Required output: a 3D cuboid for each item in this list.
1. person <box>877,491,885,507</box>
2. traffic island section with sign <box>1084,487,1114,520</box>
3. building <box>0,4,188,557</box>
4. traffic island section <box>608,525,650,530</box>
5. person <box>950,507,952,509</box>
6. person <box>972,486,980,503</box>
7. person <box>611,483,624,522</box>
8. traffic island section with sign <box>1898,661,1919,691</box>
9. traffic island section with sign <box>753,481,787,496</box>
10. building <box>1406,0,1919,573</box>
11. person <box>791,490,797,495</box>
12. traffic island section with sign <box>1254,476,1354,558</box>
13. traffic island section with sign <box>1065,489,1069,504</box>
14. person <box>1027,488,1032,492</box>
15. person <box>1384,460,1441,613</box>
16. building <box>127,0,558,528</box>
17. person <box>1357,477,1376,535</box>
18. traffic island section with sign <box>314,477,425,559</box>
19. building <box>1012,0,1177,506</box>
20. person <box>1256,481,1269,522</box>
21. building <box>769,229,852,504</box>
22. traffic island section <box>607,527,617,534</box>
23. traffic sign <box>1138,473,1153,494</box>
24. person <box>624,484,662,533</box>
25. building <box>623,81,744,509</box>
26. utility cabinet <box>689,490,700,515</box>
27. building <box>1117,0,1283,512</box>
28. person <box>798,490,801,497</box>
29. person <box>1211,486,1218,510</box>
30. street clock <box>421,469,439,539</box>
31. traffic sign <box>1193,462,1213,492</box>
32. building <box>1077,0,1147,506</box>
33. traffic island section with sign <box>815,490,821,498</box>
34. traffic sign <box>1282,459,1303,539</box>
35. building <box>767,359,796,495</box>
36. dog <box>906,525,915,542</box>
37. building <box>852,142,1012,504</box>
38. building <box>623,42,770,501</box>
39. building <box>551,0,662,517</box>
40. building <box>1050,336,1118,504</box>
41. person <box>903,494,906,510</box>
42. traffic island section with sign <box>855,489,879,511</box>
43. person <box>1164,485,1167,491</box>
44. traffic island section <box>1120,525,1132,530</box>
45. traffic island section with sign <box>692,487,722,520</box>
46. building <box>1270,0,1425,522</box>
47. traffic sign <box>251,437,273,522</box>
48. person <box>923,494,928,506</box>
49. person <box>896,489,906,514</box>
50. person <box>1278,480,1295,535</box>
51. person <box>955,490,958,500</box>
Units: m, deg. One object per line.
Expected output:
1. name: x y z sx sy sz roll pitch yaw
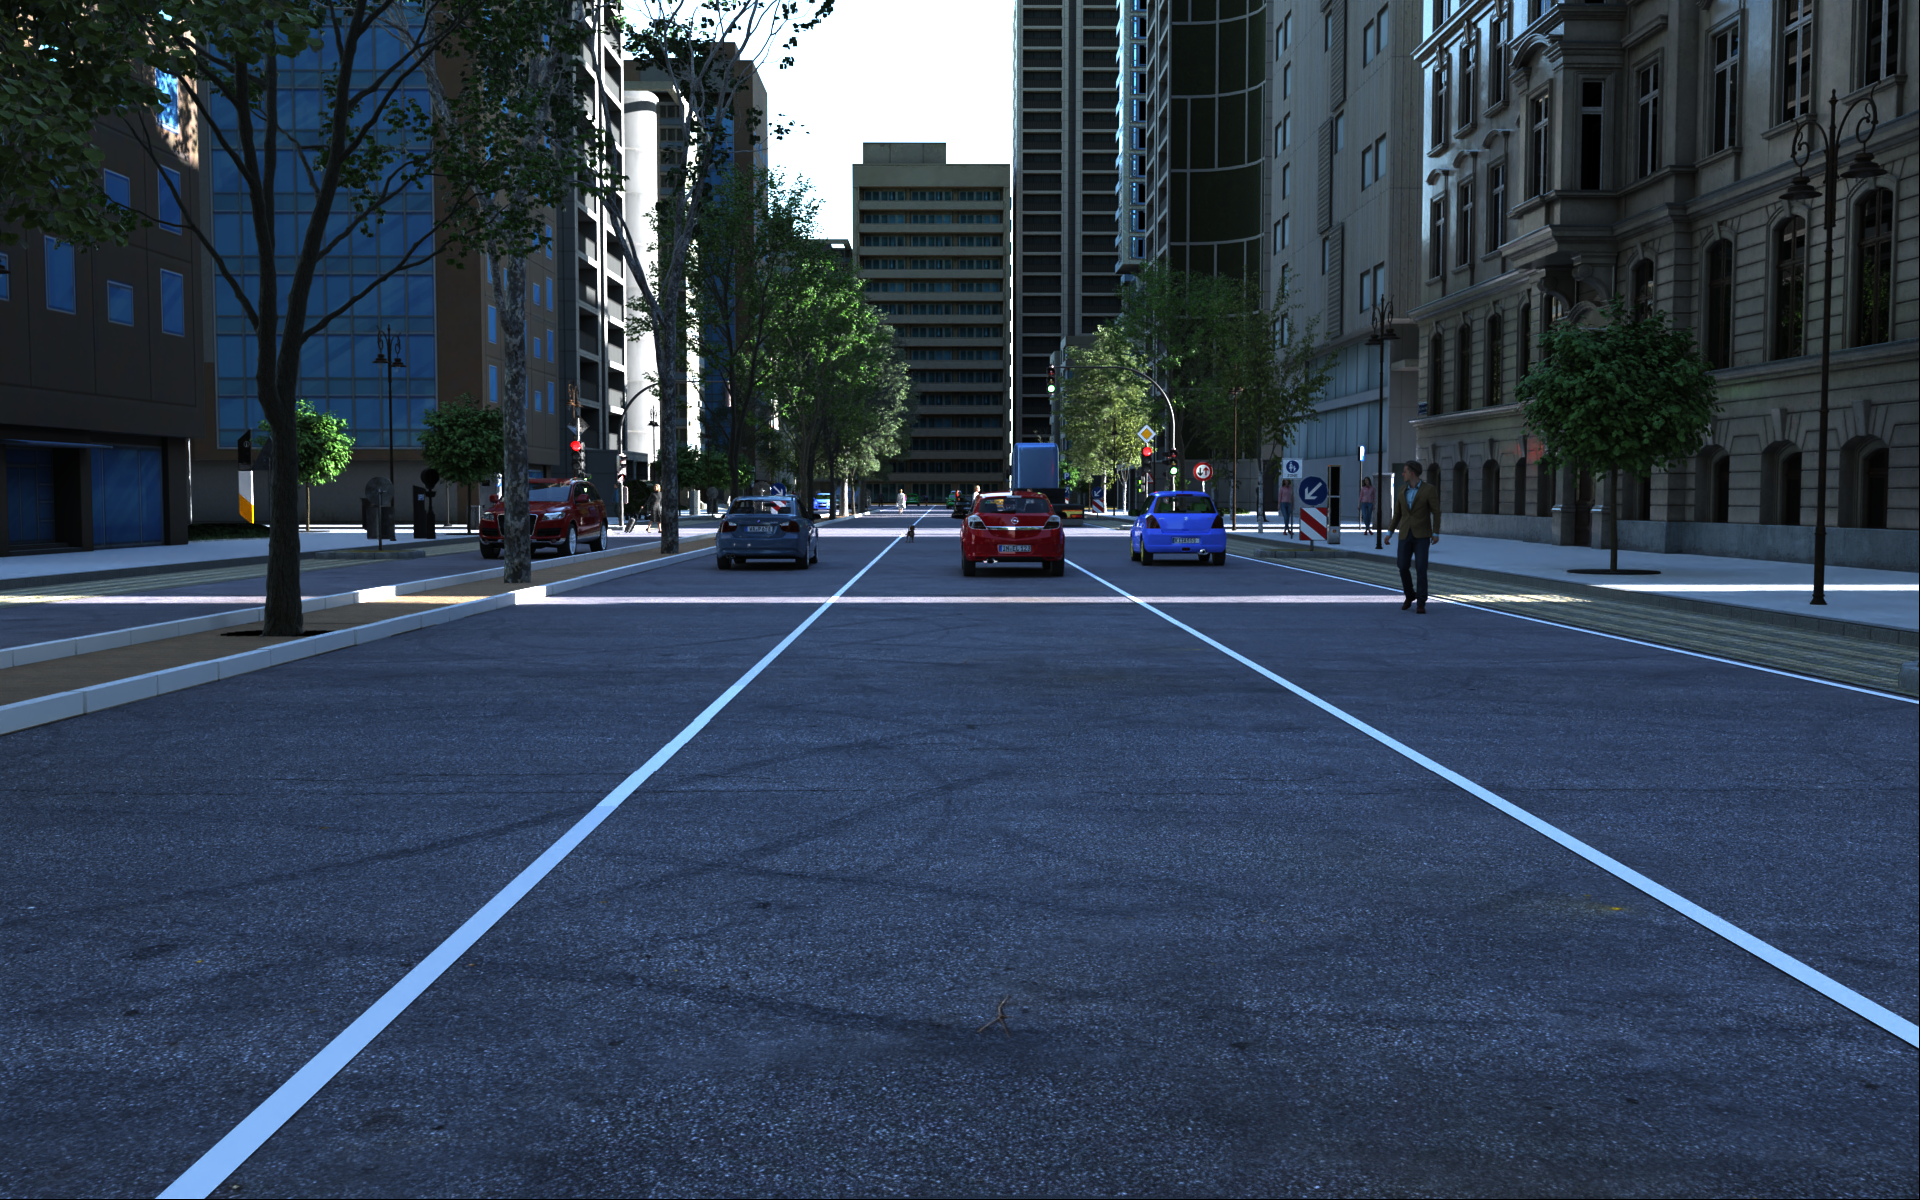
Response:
1. person: -8.843 -11.322 194.172 0.990 1.755 0.434 -2 4 -31
2. traffic island section with sign: 7.338 -5.244 94.371 1.989 1.847 2.006 0 4 0
3. building: -26.168 -23.603 36.015 14.600 45.320 14.200 0 4 0
4. traffic island section: -13.630 -2.896 69.624 2.009 0.180 2.903 0 4 0
5. person: -0.789 -9.722 170.681 0.697 1.427 0.421 0 4 7
6. person: 0.683 -3.817 71.255 0.624 1.780 0.694 3 5 40
7. person: -15.488 -4.408 78.460 0.444 1.785 0.601 -3 5 -45
8. traffic island section with sign: 7.936 -0.227 12.337 1.989 1.847 2.006 0 4 0
9. traffic island section with sign: -7.203 -3.743 69.327 2.006 1.907 1.989 0 4 0
10. building: 20.642 -13.578 41.080 14.460 24.649 34.723 0 4 0
11. person: -18.367 -11.313 191.730 1.217 1.743 0.721 2 4 30
12. traffic island section with sign: 7.740 -1.875 39.292 1.989 1.847 2.006 0 4 0
13. traffic island section with sign: 7.139 -6.893 121.325 1.989 1.847 2.006 0 4 0
14. person: 2.944 -3.894 73.163 0.522 1.701 0.512 -2 4 -35
15. person: 5.508 -0.775 21.087 0.656 1.842 0.836 1 4 11
16. building: -26.778 -26.166 77.921 14.600 45.320 14.200 0 4 0
17. person: 12.665 -2.930 53.952 0.555 1.821 0.388 0 4 7
18. traffic island section with sign: -13.076 -1.836 38.640 1.989 1.847 2.006 0 4 0
19. building: 17.816 -49.035 239.967 20.611 71.187 20.563 0 4 0
20. person: 13.952 -4.567 80.078 0.474 1.900 0.648 -2 4 -28
21. building: -26.710 -33.931 246.659 23.993 40.220 32.217 0 4 0
22. traffic island section: -13.572 -2.407 61.639 2.009 0.180 2.903 0 4 0
23. traffic sign: 9.452 -5.357 87.588 0.884 2.594 0.081 0 4 8
24. person: -11.553 -3.370 63.814 1.509 1.804 0.699 0 4 8
25. building: -36.302 -28.430 156.709 32.217 40.220 23.993 0 4 0
26. utility cabinet: -16.064 -5.878 104.776 0.318 1.500 1.173 1 4 9
27. building: 23.489 -42.510 133.288 20.563 71.187 20.611 0 4 0
28. person: -20.144 -13.029 218.997 1.348 1.831 0.705 2 4 28
29. person: 13.768 -5.363 93.913 0.537 1.800 0.526 -3 5 -45
30. street clock: -15.107 -2.742 49.409 0.358 2.002 0.471 3 5 43
31. traffic sign: 9.628 -4.194 68.670 0.768 2.556 0.104 0 4 4
32. building: 24.109 -52.520 171.367 22.319 86.520 31.000 0 4 0
33. traffic island section with sign: -14.042 -9.991 171.986 1.989 1.847 2.006 0 4 0
34. traffic sign: 9.470 -2.890 49.388 0.606 2.300 0.079 0 4 7
35. building: -35.043 -21.936 203.684 28.899 21.520 27.650 0 4 0
36. dog: -1.461 -1.973 51.554 0.540 0.507 0.406 3 4 37
37. building: -3.876 -37.777 241.362 21.600 48.544 21.300 0 4 0
38. building: -27.062 -32.177 176.197 14.600 45.320 14.200 0 4 0
39. building: -29.091 -40.692 103.565 20.563 71.187 20.611 0 4 0
40. building: 25.230 -21.937 203.708 27.650 21.520 28.899 0 4 0
41. person: -5.067 -8.855 156.505 0.599 1.433 0.991 1 4 19
42. traffic island section with sign: -7.760 -8.338 144.463 2.006 1.907 1.989 0 4 0
43. person: 12.475 -5.984 104.084 0.606 1.804 0.583 -3 5 -41
44. traffic island section: 7.510 -2.905 69.773 2.009 0.180 2.903 0 4 0
45. traffic island section with sign: -13.482 -5.243 94.350 1.989 1.847 2.006 0 4 0
46. building: 30.820 -30.328 85.102 27.495 52.752 28.713 0 4 0
47. traffic sign: -15.632 -2.401 39.257 0.884 2.594 0.081 0 4 3
48. person: -4.141 -12.015 208.182 0.697 1.427 0.421 -1 4 -12
49. person: -4.212 -6.943 122.375 0.694 1.780 0.624 1 4 13
50. person: 10.162 -2.933 54.013 0.555 1.821 0.388 -1 4 -15
51. person: -0.234 -8.798 152.285 0.705 1.831 1.348 0 4 -7
